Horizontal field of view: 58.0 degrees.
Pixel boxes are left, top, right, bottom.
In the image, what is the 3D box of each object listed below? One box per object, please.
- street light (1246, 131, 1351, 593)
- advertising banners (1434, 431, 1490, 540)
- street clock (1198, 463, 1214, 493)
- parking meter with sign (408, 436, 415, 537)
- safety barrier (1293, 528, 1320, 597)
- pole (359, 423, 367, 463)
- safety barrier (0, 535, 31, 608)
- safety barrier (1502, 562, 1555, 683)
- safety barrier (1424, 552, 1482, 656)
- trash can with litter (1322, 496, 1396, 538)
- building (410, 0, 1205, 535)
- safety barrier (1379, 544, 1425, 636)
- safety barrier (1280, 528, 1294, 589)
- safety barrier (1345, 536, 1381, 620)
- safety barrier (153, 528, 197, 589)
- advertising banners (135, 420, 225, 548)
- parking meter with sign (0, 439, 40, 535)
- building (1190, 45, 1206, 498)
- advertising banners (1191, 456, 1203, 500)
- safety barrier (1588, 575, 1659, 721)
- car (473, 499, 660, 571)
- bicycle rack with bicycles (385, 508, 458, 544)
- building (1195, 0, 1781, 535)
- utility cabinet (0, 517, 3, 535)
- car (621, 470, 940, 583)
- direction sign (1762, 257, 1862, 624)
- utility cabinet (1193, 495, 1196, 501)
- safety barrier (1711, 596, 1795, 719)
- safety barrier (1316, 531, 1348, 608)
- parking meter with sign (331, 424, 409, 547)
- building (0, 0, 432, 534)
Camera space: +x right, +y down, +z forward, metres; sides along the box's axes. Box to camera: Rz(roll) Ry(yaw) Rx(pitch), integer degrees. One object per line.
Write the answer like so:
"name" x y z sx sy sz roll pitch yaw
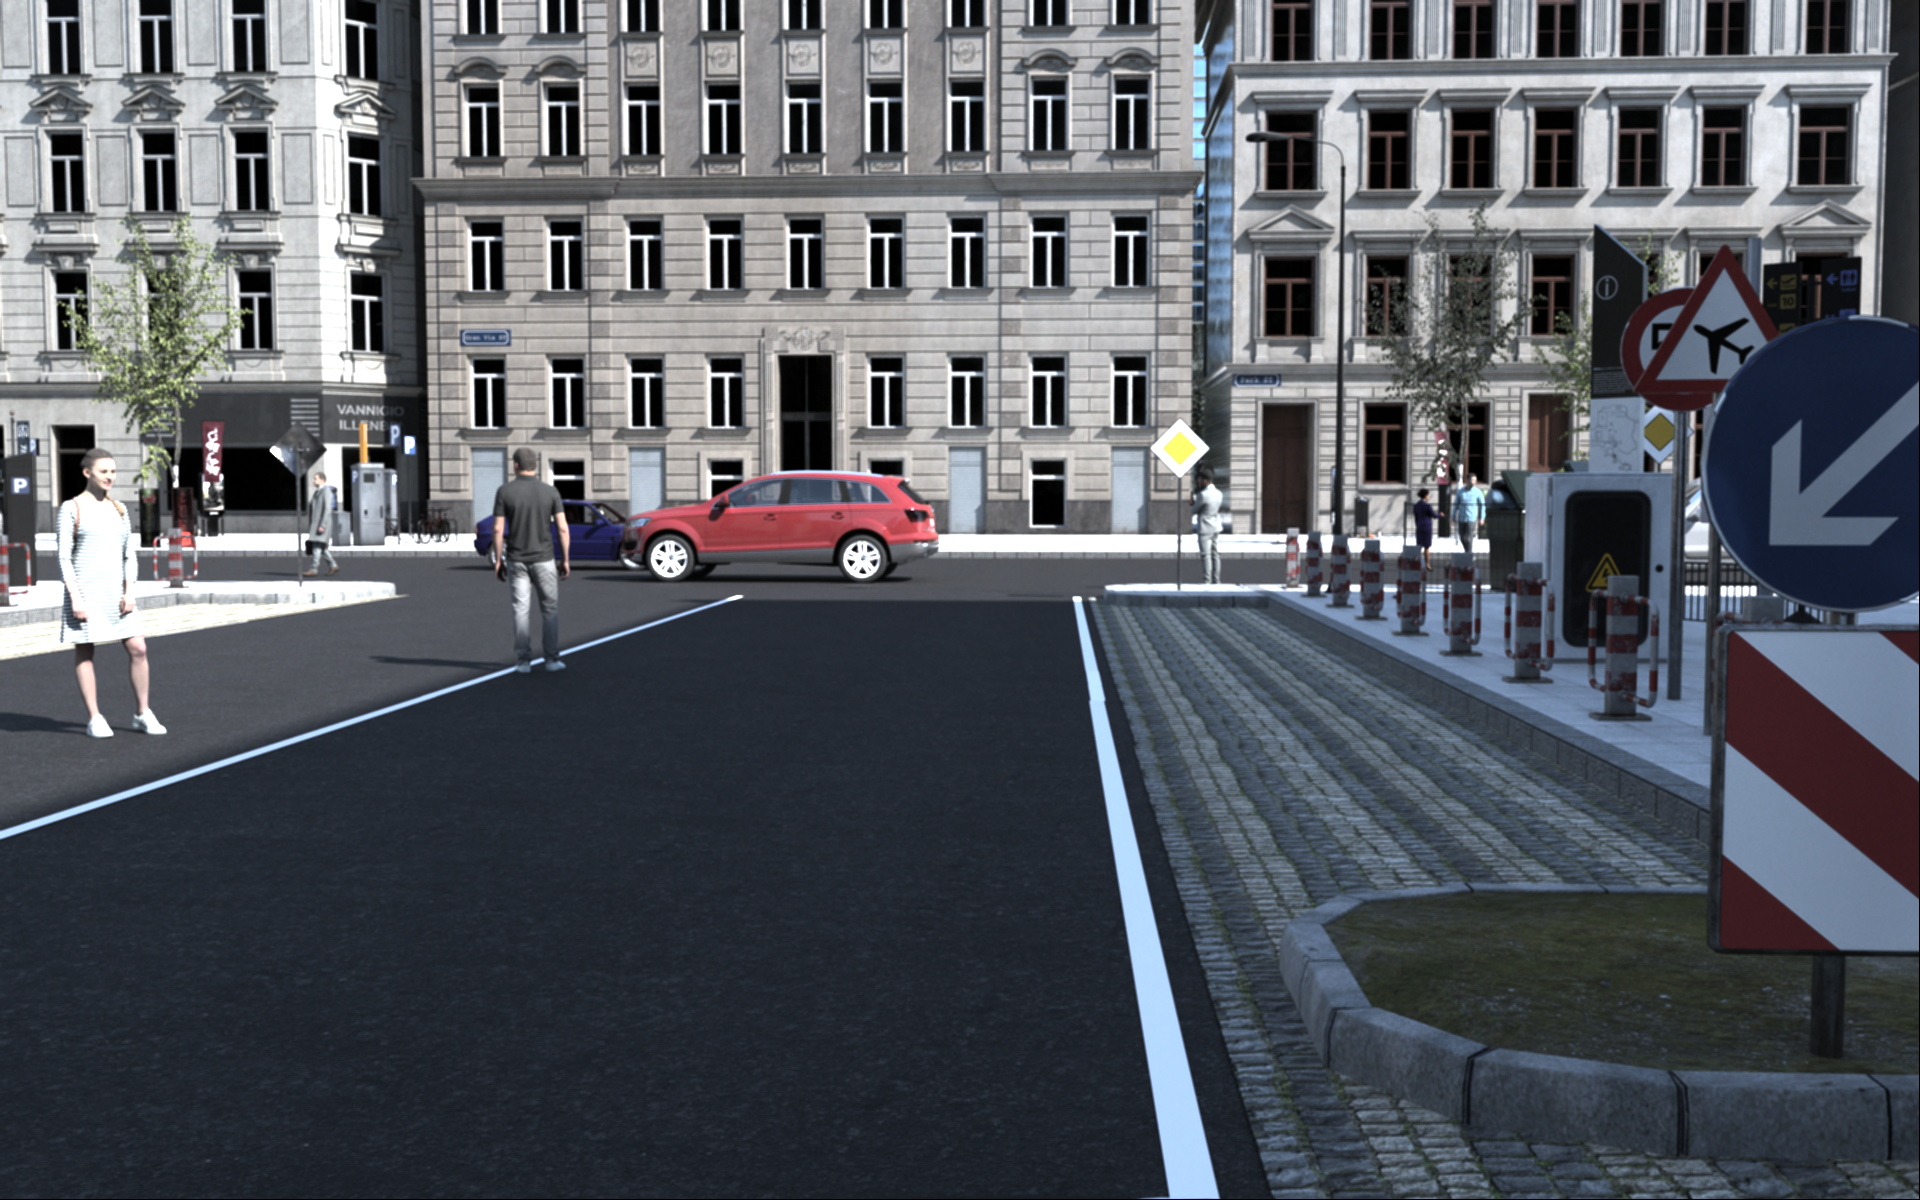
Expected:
"street light" 4.361 -3.045 22.334 1.470 5.913 1.316 0 4 3
"advertising banners" 14.076 -3.190 48.347 2.074 3.025 0.090 -1 4 -20
"street clock" 5.722 -2.188 40.340 0.358 2.002 0.471 -1 4 -12
"parking meter with sign" -17.362 -3.435 52.416 1.738 3.016 0.543 1 4 19
"safety barrier" 4.411 -0.447 21.577 0.300 0.817 1.120 0 4 3
"pole" -17.228 -3.439 50.073 0.158 3.312 0.155 0 3 0
"safety barrier" -10.865 -0.326 19.607 0.300 0.817 1.120 0 4 3
"safety barrier" 3.873 0.151 11.799 0.300 0.817 1.120 0 4 3
"safety barrier" 3.983 0.032 13.753 0.300 0.817 1.120 0 4 3
"trash can with litter" 11.589 -2.430 50.793 1.678 1.210 2.233 -2 4 -29
"building" -4.550 -16.030 59.356 25.104 27.353 12.463 0 4 3
"safety barrier" 4.091 -0.088 15.710 0.300 0.817 1.120 0 4 3
"safety barrier" 4.519 -0.566 23.533 0.300 0.817 1.120 0 4 3
"safety barrier" 4.199 -0.207 17.660 0.300 0.817 1.120 0 4 3
"safety barrier" -10.648 -0.565 23.514 0.300 0.817 1.120 0 4 3
"advertising banners" -18.520 -2.751 41.169 2.074 3.025 0.090 0 4 -7
"parking meter with sign" -29.632 -3.524 53.881 0.543 3.016 1.738 3 5 41
"building" 40.599 -55.523 220.465 31.000 86.520 22.319 0 4 3
"advertising banners" 10.205 -4.985 77.700 2.074 3.025 0.090 3 5 43
"safety barrier" 3.762 0.271 9.849 0.300 0.817 1.120 0 4 3
"car" -7.205 -1.260 33.175 3.894 1.354 1.945 0 4 3
"bicycle rack with bicycles" -14.272 -1.961 45.438 2.852 0.926 2.925 1 4 17
"building" 18.536 -13.575 58.105 21.152 22.565 11.583 0 4 3
"utility cabinet" -26.237 -2.341 46.949 0.318 1.500 1.173 0 4 6
"car" -2.992 -1.236 28.875 5.304 1.827 2.281 0 4 4
"direction sign" 8.256 -1.523 16.891 0.876 3.537 0.379 3 5 41
"utility cabinet" 13.821 -5.689 104.173 0.306 1.237 1.020 -1 4 -19
"safety barrier" 3.655 0.390 7.898 0.300 0.817 1.120 0 4 3
"safety barrier" 4.306 -0.326 19.612 0.300 0.817 1.120 0 4 3
"parking meter with sign" -14.576 -2.832 42.567 0.543 3.016 1.738 3 5 43
"building" -38.996 -17.548 63.332 44.131 29.872 17.030 0 4 3
